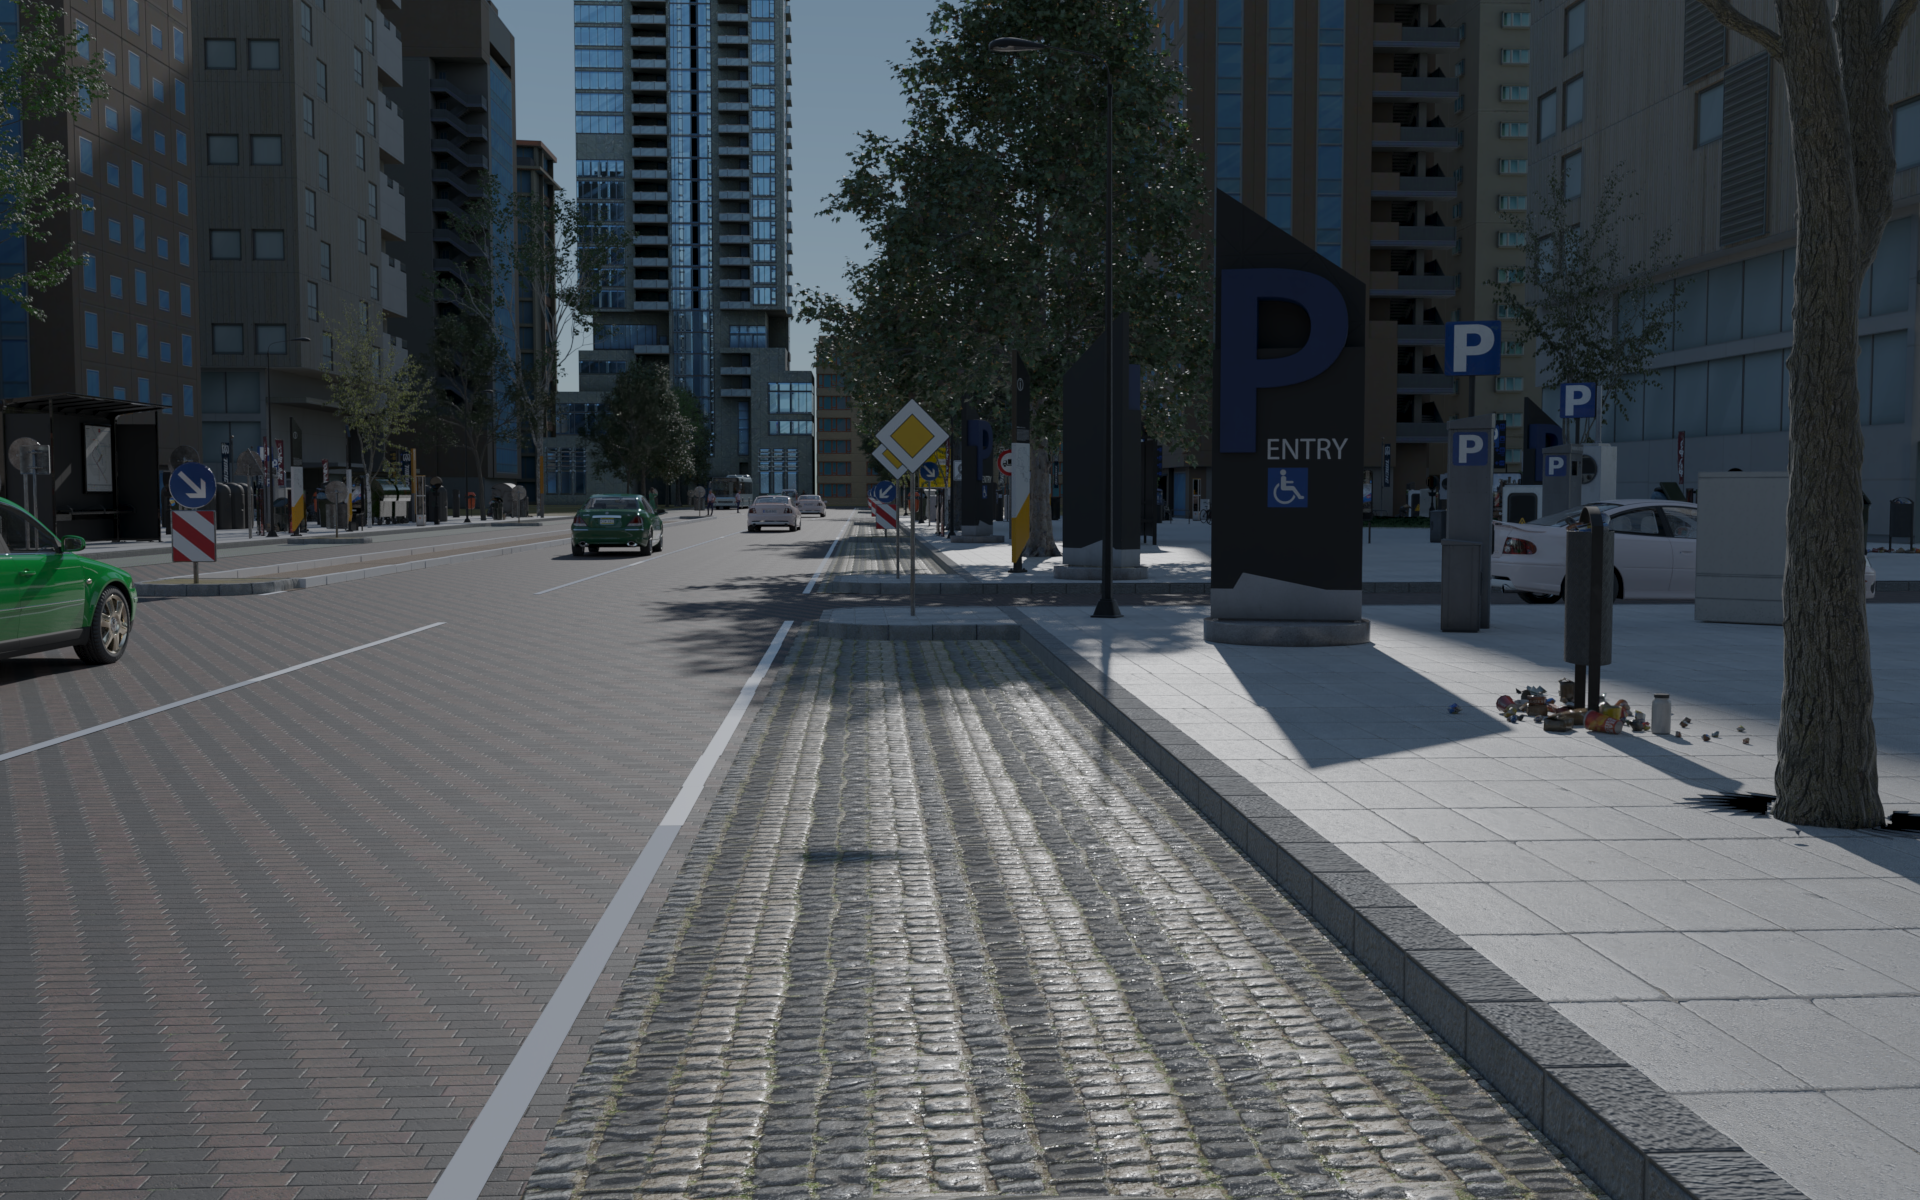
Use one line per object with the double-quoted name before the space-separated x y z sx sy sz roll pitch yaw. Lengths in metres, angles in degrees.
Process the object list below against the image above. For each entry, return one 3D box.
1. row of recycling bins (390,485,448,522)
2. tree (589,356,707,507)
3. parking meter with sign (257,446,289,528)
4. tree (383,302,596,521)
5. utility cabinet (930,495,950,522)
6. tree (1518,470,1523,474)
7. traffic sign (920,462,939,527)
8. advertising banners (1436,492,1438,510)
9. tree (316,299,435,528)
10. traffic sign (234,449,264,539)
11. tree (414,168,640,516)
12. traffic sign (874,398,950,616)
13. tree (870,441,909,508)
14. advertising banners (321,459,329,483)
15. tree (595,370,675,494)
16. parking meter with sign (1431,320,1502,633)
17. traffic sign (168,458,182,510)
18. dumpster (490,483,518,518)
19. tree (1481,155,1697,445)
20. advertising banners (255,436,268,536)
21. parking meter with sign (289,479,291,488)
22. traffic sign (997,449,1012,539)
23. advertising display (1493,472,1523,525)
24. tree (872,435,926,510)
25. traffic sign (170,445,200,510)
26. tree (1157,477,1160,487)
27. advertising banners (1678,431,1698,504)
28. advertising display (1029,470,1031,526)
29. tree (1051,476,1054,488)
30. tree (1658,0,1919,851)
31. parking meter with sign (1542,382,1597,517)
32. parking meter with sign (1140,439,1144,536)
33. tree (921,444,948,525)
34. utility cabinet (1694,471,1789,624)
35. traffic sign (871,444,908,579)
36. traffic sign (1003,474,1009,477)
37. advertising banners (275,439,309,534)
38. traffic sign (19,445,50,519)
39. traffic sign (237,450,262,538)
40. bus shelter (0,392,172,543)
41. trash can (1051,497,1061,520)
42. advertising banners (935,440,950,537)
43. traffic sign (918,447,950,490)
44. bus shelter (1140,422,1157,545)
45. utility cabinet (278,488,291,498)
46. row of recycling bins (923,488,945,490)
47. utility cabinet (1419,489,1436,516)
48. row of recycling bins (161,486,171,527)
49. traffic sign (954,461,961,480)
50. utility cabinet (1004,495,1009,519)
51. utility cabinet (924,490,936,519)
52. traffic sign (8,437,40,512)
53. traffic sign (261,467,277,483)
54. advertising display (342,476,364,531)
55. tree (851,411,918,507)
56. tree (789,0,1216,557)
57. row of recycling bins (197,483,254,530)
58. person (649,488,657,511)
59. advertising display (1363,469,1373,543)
"row of recycling bins" -25.308 -4.512 80.883 3.534 1.692 1.069 2 4 31
"tree" -26.314 -13.887 144.053 9.611 12.733 9.660 0 3 0
"parking meter with sign" -25.434 -4.144 64.012 0.543 3.016 1.738 -1 4 -8
"tree" -23.238 -9.146 83.941 8.767 10.594 7.601 -2 4 -28
"utility cabinet" -0.910 -4.254 80.716 1.020 1.237 0.306 1 4 11
"tree" 25.686 -5.044 77.075 1.663 3.219 1.824 0 3 0
"traffic sign" -1.202 -4.156 68.057 0.768 2.556 0.104 0 4 2
"advertising banners" 27.766 -6.548 103.246 2.074 3.025 0.090 -1 4 -20
"tree" -22.132 -7.009 64.955 4.360 8.622 3.978 0 3 0
"traffic sign" -20.329 -3.028 49.508 0.884 2.594 0.081 0 4 4
"tree" -25.320 -15.020 101.460 12.611 20.169 13.585 0 3 0
"traffic sign" -0.500 -0.890 18.194 0.795 2.450 0.064 0 4 -3
"tree" -5.116 -14.058 164.268 7.601 10.594 8.767 1 4 18
"advertising banners" -31.397 -5.557 87.050 0.090 3.025 2.074 1 4 18
"tree" -25.378 -12.045 131.343 8.767 10.594 7.601 0 4 6
"parking meter with sign" 4.915 -1.253 16.750 0.543 3.016 1.738 1 4 18
"traffic sign" -23.793 -3.225 52.828 0.768 2.556 0.104 0 4 6
"dumpster" -24.284 -5.306 92.507 1.264 1.857 1.865 0 4 -3
"tree" 13.796 -5.379 38.312 4.360 8.622 3.978 0 3 0
"advertising banners" -21.404 -3.479 53.076 0.090 3.025 2.074 -2 4 -31
"parking meter with sign" -32.991 -5.436 85.144 1.738 3.016 0.543 1 4 16
"traffic sign" 1.431 -2.999 49.139 0.768 2.556 0.104 0 3 0
"advertising display" 16.088 -2.808 51.120 0.974 1.923 0.123 2 4 28
"tree" -4.656 -11.529 138.857 4.360 8.622 3.978 0 3 0
"traffic sign" -20.215 -2.757 45.180 0.768 2.556 0.104 0 4 0
"tree" 8.114 -5.161 78.980 1.663 3.219 1.824 0 3 0
"advertising banners" 19.971 -3.130 47.370 0.090 3.025 2.074 0 4 4
"advertising display" 1.886 -2.536 46.678 0.974 1.923 0.123 -3 4 -36
"tree" 4.516 -6.270 97.108 1.663 3.219 1.824 0 3 0
"tree" 3.415 -4.948 6.650 9.928 11.665 9.643 0 3 0
"parking meter with sign" 9.209 -1.853 26.563 0.543 3.016 1.738 3 4 36
"parking meter with sign" 5.513 -3.507 53.604 0.543 3.016 1.738 1 4 9
"tree" -0.793 -7.361 70.714 4.737 8.622 4.395 0 3 0
"utility cabinet" 7.892 -0.510 17.018 1.173 1.500 0.318 3 5 40
"traffic sign" -0.943 -1.378 26.167 0.795 2.450 0.064 0 4 -3
"traffic sign" 1.537 -3.172 51.965 0.768 2.556 0.104 0 4 2
"advertising banners" -21.762 -3.683 56.407 0.090 3.025 2.074 0 4 6
"traffic sign" -19.356 -2.087 36.257 0.606 2.300 0.079 0 4 -2
"traffic sign" -20.663 -3.074 50.373 0.768 2.556 0.104 0 4 5
"bus shelter" -21.682 -3.172 43.152 1.731 3.624 6.357 0 4 -3
"trash can" 4.590 -4.459 84.552 0.748 1.137 0.748 0 3 0
"advertising banners" -0.526 -3.420 52.112 0.090 3.025 2.074 -1 4 -11
"traffic sign" -0.652 -4.913 74.199 2.265 3.308 0.079 0 4 1
"bus shelter" 4.044 -3.175 45.831 2.014 3.302 5.546 0 4 -3
"utility cabinet" -35.716 -5.060 91.416 1.173 1.500 0.318 -2 4 -32
"row of recycling bins" -0.955 -5.208 92.258 1.069 1.692 3.534 3 5 41
"utility cabinet" 18.926 -3.760 70.152 0.318 1.500 1.173 0 4 -2
"row of recycling bins" -30.811 -3.638 66.600 3.534 1.692 1.069 -2 4 -30
"traffic sign" 0.108 -3.108 52.943 0.606 2.300 0.079 0 4 -2
"utility cabinet" 2.755 -4.676 87.609 1.020 1.237 0.306 -1 4 -11
"utility cabinet" -1.666 -4.743 86.221 1.173 1.500 0.318 -3 5 -42
"traffic sign" -20.935 -2.368 38.821 0.768 2.556 0.104 0 4 -2
"traffic sign" -26.389 -3.917 66.169 0.606 2.300 0.079 0 4 6
"advertising display" -21.184 -3.381 60.486 0.974 1.923 0.123 2 4 31
"tree" -6.376 -16.626 178.490 9.857 13.997 8.962 0 3 0
"tree" 1.567 -7.232 35.245 9.611 12.733 9.660 0 3 0
"row of recycling bins" -26.684 -3.404 62.776 1.069 1.692 3.534 0 4 5
"person" -17.462 -5.466 98.113 0.529 1.795 0.600 -3 4 -36
"advertising display" 10.222 -2.433 45.001 0.974 1.923 0.123 0 4 8
